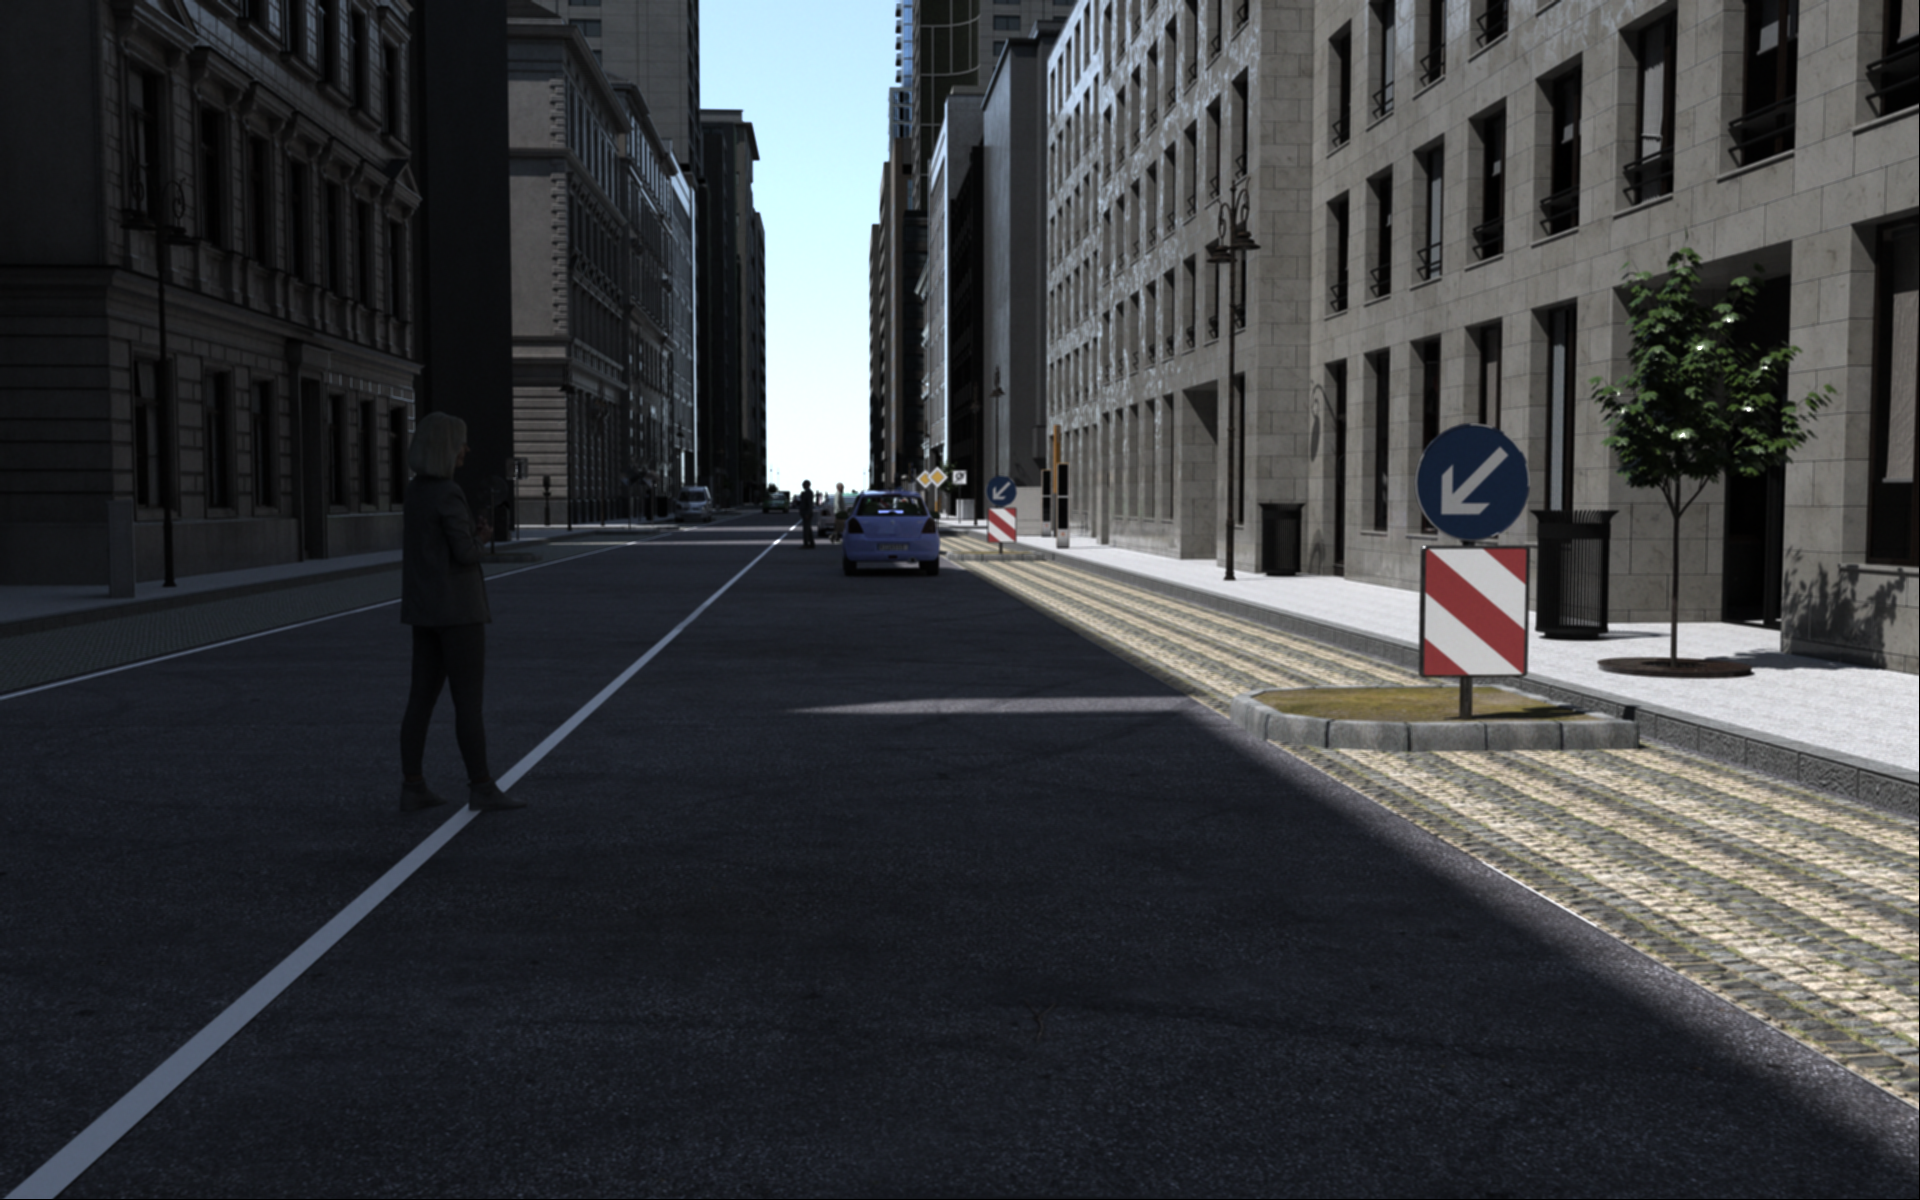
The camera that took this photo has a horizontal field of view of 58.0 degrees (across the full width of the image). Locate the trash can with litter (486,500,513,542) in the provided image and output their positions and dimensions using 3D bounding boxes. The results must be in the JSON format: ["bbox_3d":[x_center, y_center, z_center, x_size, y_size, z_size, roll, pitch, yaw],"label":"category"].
[{"bbox_3d":[-12.423,-2.162,46.728,0.624,1.170,1.055,0,4,-5],"label":"trash can with litter"}]

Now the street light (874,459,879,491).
[{"bbox_3d":[-11.166,-15.743,230.185,0.468,5.910,1.993,0,4,-4],"label":"street light"}]

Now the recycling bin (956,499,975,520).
[{"bbox_3d":[0.276,-4.436,85.085,0.722,1.027,0.722,-2,4,-25],"label":"recycling bin"}]

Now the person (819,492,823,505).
[{"bbox_3d":[-18.695,-13.650,232.342,0.551,1.740,0.621,-2,4,-34],"label":"person"}]

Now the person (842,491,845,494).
[{"bbox_3d":[-12.567,-10.771,184.478,0.709,1.838,0.599,1,4,14],"label":"person"}]

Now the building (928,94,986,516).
[{"bbox_3d":[4.499,-18.047,113.095,12.078,24.808,19.932,0,4,-4],"label":"building"}]

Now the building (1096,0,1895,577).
[{"bbox_3d":[9.318,-11.091,36.083,10.420,20.320,16.860,0,4,-4],"label":"building"}]

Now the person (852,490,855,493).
[{"bbox_3d":[-9.168,-8.626,149.532,0.705,1.824,1.348,-2,4,-25],"label":"person"}]

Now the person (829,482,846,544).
[{"bbox_3d":[-3.506,-2.489,49.679,0.515,1.767,0.782,0,4,-4],"label":"person"}]

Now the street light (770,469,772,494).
[{"bbox_3d":[-28.880,-17.872,264.996,0.468,5.910,1.993,0,4,-4],"label":"street light"}]

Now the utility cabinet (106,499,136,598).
[{"bbox_3d":[-10.535,-0.647,21.743,0.306,1.237,1.020,-2,4,-25],"label":"utility cabinet"}]

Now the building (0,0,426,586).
[{"bbox_3d":[-17.185,-10.268,32.506,10.561,19.102,19.286,0,4,-4],"label":"building"}]

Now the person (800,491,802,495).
[{"bbox_3d":[-21.207,-13.666,232.070,1.348,1.807,0.705,-2,4,-32],"label":"person"}]

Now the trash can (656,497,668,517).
[{"bbox_3d":[-16.527,-5.167,96.139,0.748,1.137,0.748,0,3,0],"label":"trash can"}]

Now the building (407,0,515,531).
[{"bbox_3d":[-22.942,-13.657,52.966,15.834,23.373,12.332,0,4,-4],"label":"building"}]

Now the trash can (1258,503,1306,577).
[{"bbox_3d":[5.035,-0.947,27.131,0.748,1.137,0.748,0,3,0],"label":"trash can"}]

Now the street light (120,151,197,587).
[{"bbox_3d":[-10.943,-3.120,23.800,0.468,5.910,1.993,0,4,-4],"label":"street light"}]

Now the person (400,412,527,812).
[{"bbox_3d":[-2.320,0.046,7.939,0.526,1.800,0.537,-2,4,-32],"label":"person"}]

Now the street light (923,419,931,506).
[{"bbox_3d":[-2.081,-8.227,107.292,0.468,5.910,1.993,0,4,-4],"label":"street light"}]

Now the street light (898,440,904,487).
[{"bbox_3d":[-5.004,-10.656,147.019,0.468,5.910,1.993,0,4,-4],"label":"street light"}]

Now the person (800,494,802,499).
[{"bbox_3d":[-15.611,-9.743,171.059,0.557,1.426,1.065,-1,4,-19],"label":"person"}]

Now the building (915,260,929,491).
[{"bbox_3d":[2.775,-18.252,134.578,11.583,22.565,21.152,0,4,-4],"label":"building"}]

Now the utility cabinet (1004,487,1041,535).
[{"bbox_3d":[1.951,-2.717,53.105,1.173,1.500,0.318,1,4,13],"label":"utility cabinet"}]

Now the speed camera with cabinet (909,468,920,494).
[{"bbox_3d":[-3.543,-8.573,134.506,0.660,3.252,2.038,1,4,9],"label":"speed camera with cabinet"}]

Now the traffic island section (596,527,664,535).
[{"bbox_3d":[-11.749,-2.399,61.499,2.009,0.180,2.903,0,4,-4],"label":"traffic island section"}]

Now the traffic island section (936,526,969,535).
[{"bbox_3d":[-0.788,-2.448,62.306,2.009,0.180,2.903,0,4,-4],"label":"traffic island section"}]

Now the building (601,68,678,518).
[{"bbox_3d":[-23.816,-18.626,101.798,12.463,27.353,25.104,0,4,-4],"label":"building"}]

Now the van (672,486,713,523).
[{"bbox_3d":[-13.432,-4.906,87.216,2.013,2.044,4.112,0,4,-5],"label":"van"}]

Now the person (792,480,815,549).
[{"bbox_3d":[-4.087,-2.246,45.397,0.590,1.801,0.661,-1,4,-17],"label":"person"}]

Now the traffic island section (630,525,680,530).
[{"bbox_3d":[-12.341,-2.886,69.462,2.009,0.180,2.903,0,4,-4],"label":"traffic island section"}]

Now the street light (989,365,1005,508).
[{"bbox_3d":[1.324,-5.455,61.984,0.468,5.910,1.993,0,4,-4],"label":"street light"}]

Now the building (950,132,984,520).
[{"bbox_3d":[6.149,-16.213,94.768,12.332,23.373,15.834,0,4,-4],"label":"building"}]

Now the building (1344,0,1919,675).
[{"bbox_3d":[11.409,-10.068,19.363,10.420,20.320,16.860,0,4,-4],"label":"building"}]

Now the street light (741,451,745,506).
[{"bbox_3d":[-22.862,-12.829,182.549,0.468,5.910,1.993,0,4,-4],"label":"street light"}]

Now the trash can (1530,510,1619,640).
[{"bbox_3d":[5.439,-0.228,15.375,0.748,1.137,0.748,0,3,0],"label":"trash can"}]

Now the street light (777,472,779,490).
[{"bbox_3d":[-31.642,-20.104,301.487,0.468,5.910,1.993,0,4,-4],"label":"street light"}]

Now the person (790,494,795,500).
[{"bbox_3d":[-18.219,-10.952,190.782,0.991,1.433,0.599,0,4,6],"label":"person"}]

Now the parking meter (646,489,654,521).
[{"bbox_3d":[-14.974,-4.601,83.631,0.372,1.533,0.369,0,3,0],"label":"parking meter"}]

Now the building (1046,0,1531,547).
[{"bbox_3d":[8.860,-12.121,52.924,10.420,20.320,16.860,0,4,-4],"label":"building"}]

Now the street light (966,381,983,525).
[{"bbox_3d":[0.645,-6.005,70.977,0.468,5.910,1.993,0,4,-4],"label":"street light"}]

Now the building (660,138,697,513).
[{"bbox_3d":[-25.868,-18.766,124.840,12.078,24.808,19.932,0,4,-4],"label":"building"}]

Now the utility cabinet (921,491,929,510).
[{"bbox_3d":[-2.336,-6.491,114.800,0.318,1.500,1.173,1,4,13],"label":"utility cabinet"}]

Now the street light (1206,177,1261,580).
[{"bbox_3d":[4.023,-3.233,25.652,0.468,5.910,1.993,0,4,-4],"label":"street light"}]

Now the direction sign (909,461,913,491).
[{"bbox_3d":[-3.420,-7.864,120.568,0.379,3.537,0.876,-1,4,-21],"label":"direction sign"}]

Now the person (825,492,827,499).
[{"bbox_3d":[-19.616,-15.000,253.834,0.705,1.814,1.350,-1,4,-20],"label":"person"}]

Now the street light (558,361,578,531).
[{"bbox_3d":[-13.634,-5.353,60.312,0.468,5.910,1.993,0,4,-4],"label":"street light"}]

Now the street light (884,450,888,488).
[{"bbox_3d":[-7.900,-12.903,183.743,0.468,5.910,1.993,0,4,-4],"label":"street light"}]

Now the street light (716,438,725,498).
[{"bbox_3d":[-19.984,-10.580,145.774,0.468,5.910,1.993,0,4,-4],"label":"street light"}]

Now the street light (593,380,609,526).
[{"bbox_3d":[-14.354,-5.910,69.423,0.468,5.910,1.993,0,4,-4],"label":"street light"}]

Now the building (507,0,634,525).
[{"bbox_3d":[-21.591,-15.331,79.538,11.050,23.489,19.941,0,4,-4],"label":"building"}]

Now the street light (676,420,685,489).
[{"bbox_3d":[-17.139,-8.161,106.217,0.468,5.910,1.993,0,4,-4],"label":"street light"}]

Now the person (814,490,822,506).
[{"bbox_3d":[-14.465,-10.224,175.643,1.348,1.826,0.705,3,5,39],"label":"person"}]

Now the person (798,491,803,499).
[{"bbox_3d":[-15.947,-10.103,174.479,0.721,1.735,1.217,-3,4,-36],"label":"person"}]

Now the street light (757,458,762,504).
[{"bbox_3d":[-26.206,-15.651,228.686,0.468,5.910,1.993,0,4,-4],"label":"street light"}]
